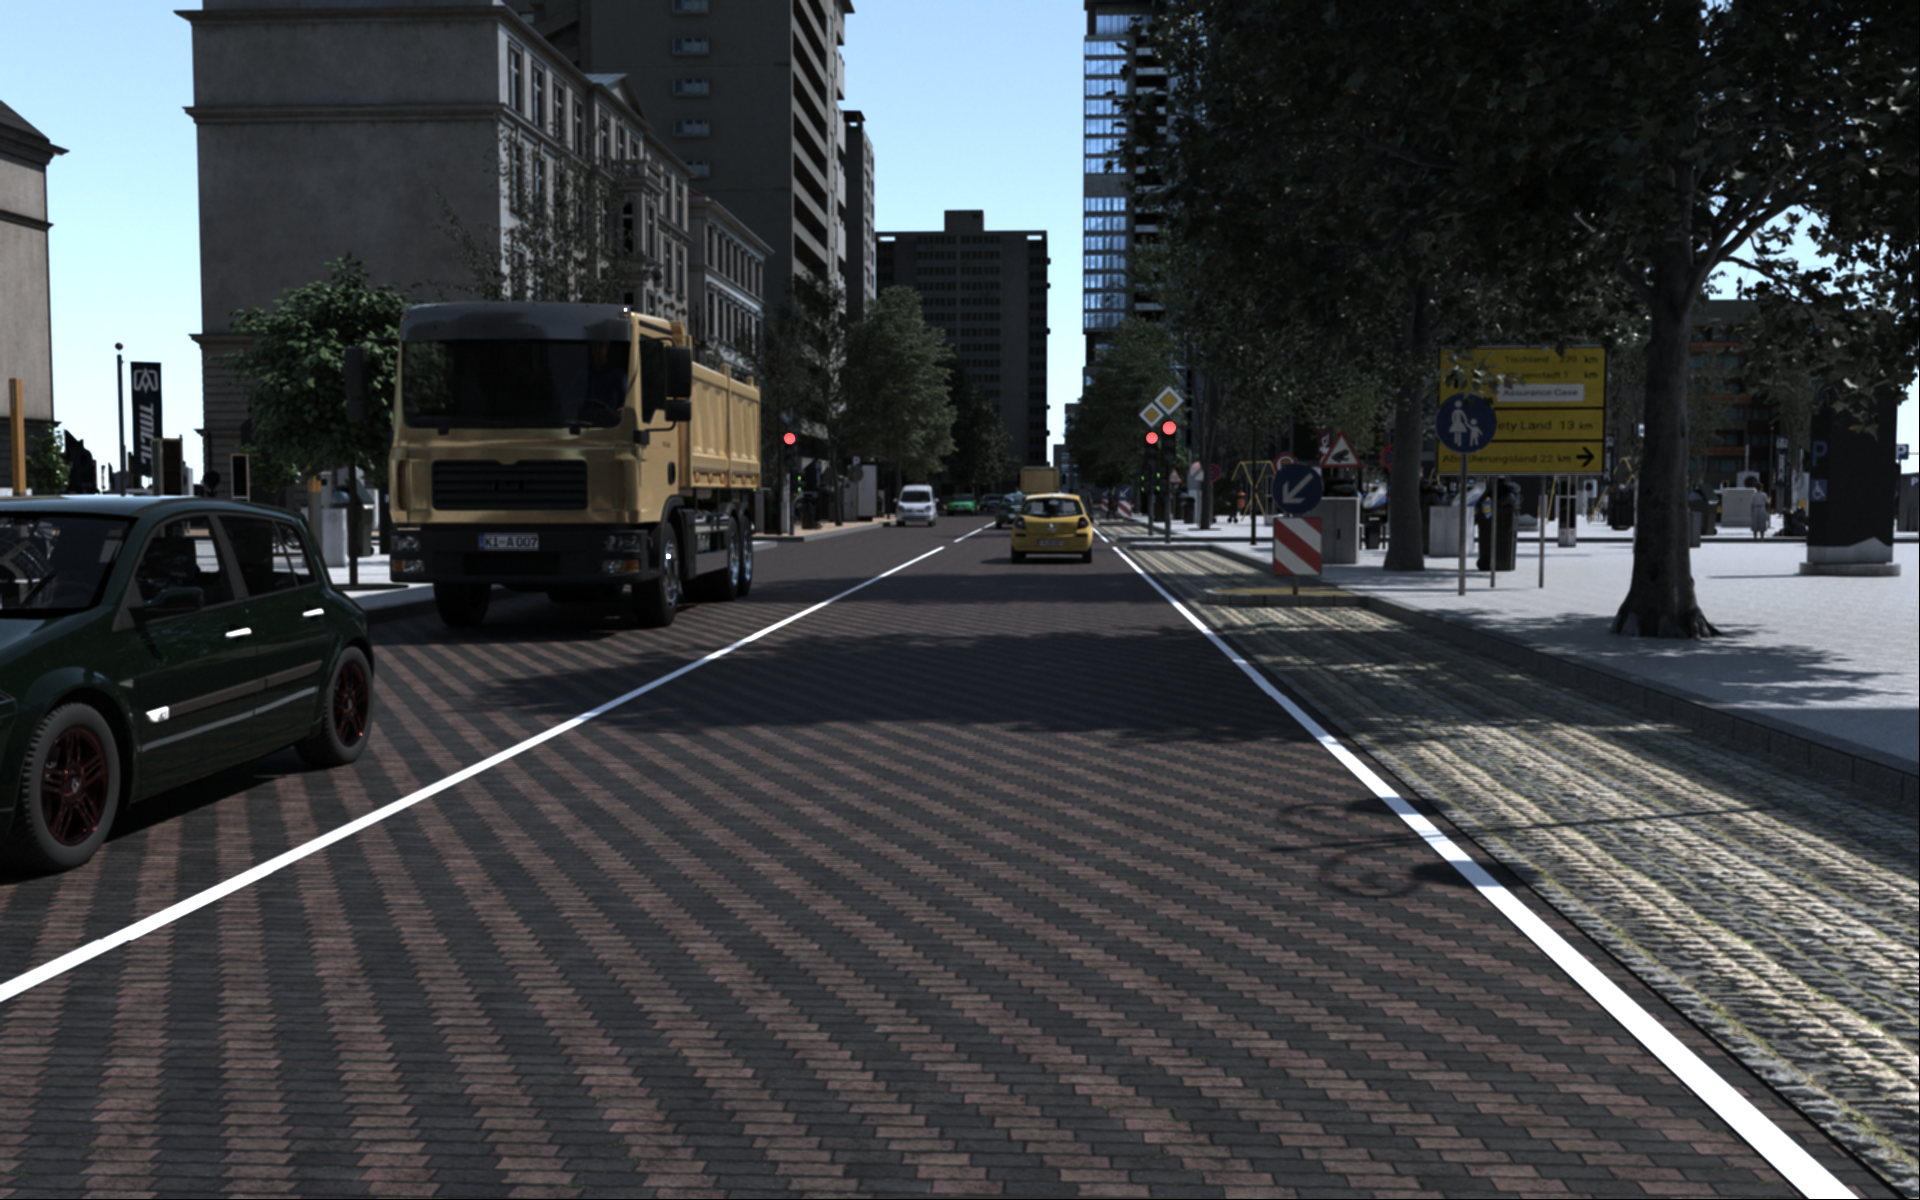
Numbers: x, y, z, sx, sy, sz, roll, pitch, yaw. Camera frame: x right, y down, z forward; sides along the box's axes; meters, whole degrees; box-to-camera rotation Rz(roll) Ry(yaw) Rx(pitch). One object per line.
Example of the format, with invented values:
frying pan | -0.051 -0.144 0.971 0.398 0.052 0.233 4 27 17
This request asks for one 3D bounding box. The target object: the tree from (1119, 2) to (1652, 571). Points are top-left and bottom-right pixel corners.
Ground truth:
tree | 7.565 -7.463 28.683 9.857 13.997 8.962 0 3 0

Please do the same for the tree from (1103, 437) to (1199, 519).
tree | 10.567 -6.457 89.279 4.285 4.588 4.351 0 3 0

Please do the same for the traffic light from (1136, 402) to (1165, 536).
traffic light | 5.811 -3.908 52.811 0.839 4.253 0.868 0 4 3

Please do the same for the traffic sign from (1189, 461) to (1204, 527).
traffic sign | 9.302 -4.120 67.473 0.768 2.556 0.104 1 4 9

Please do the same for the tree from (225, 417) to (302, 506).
tree | -14.299 -2.521 35.820 1.663 3.219 1.824 0 3 0

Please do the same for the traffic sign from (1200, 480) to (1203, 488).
traffic sign | 11.056 -4.875 79.707 0.884 2.594 0.081 0 4 8

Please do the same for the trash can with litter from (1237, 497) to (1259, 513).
trash can with litter | 19.678 -6.464 116.737 1.678 1.210 2.233 -3 5 -43

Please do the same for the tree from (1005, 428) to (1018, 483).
tree | 0.091 -15.628 172.523 9.611 12.733 9.660 0 3 0

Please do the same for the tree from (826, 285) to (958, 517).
tree | -3.757 -10.800 94.706 7.486 12.596 7.792 0 3 0

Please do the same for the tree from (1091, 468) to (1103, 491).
tree | 14.298 -10.709 158.812 4.285 4.588 4.351 0 3 0

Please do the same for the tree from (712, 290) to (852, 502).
tree | -6.435 -6.829 62.009 4.360 8.622 3.978 0 3 0

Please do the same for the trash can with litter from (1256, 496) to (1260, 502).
trash can with litter | 18.407 -5.997 109.432 1.055 1.170 0.624 1 4 16

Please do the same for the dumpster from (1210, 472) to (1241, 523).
dumpster | 11.586 -4.530 76.563 1.502 2.255 1.985 0 4 3

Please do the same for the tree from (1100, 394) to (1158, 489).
tree | 11.932 -10.327 119.208 4.737 8.622 4.395 0 3 0

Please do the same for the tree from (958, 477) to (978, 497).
tree | 1.375 -14.354 185.045 4.360 8.622 3.978 0 3 0

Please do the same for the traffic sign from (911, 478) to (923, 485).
traffic sign | -2.914 -7.198 117.696 0.884 2.594 0.081 0 4 7

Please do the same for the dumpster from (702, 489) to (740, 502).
dumpster | -8.176 -3.375 57.671 1.502 2.255 1.985 0 4 3

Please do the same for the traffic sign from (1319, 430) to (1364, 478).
traffic sign | 7.710 -2.144 35.051 0.884 2.594 0.081 1 4 11

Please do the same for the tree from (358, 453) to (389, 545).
tree | -14.322 -3.000 43.654 1.663 3.219 1.824 0 3 0

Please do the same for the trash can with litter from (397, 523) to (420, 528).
trash can with litter | -20.685 -3.283 65.064 1.055 1.170 0.624 -1 4 -11

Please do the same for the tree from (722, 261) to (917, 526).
tree | -5.176 -8.270 69.629 7.601 10.594 8.767 2 4 26

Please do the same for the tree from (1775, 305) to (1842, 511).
tree | 27.428 -6.485 56.400 4.360 8.622 3.978 0 3 0

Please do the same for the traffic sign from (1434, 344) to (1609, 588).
traffic sign | 7.642 -1.822 23.662 2.265 3.308 0.079 0 4 8

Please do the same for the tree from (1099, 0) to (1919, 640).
tree | 6.374 -6.013 15.318 9.611 12.733 9.660 0 3 0

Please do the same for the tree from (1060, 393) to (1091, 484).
tree | 16.330 -17.549 193.577 9.857 13.997 8.962 0 3 0

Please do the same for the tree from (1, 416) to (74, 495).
tree | -22.419 -2.946 42.774 1.663 3.219 1.824 0 3 0

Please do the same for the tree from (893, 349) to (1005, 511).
tree | -1.617 -13.310 134.633 9.611 12.733 9.660 0 3 0

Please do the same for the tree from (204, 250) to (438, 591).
tree | -8.330 -2.428 23.405 4.285 4.588 4.351 0 3 0

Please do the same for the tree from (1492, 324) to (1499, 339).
tree | 20.182 -7.015 65.056 4.360 8.622 3.978 0 3 0

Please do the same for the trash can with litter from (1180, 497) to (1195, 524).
trash can with litter | 9.829 -3.869 74.644 0.624 1.170 1.055 1 4 9

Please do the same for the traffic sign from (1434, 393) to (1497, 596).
traffic sign | 6.347 -1.329 21.830 0.768 2.556 0.104 0 4 4

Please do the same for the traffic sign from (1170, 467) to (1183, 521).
traffic sign | 10.335 -5.111 83.561 0.884 2.594 0.081 1 4 10

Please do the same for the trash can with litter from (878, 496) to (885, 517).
trash can with litter | -4.452 -5.235 96.972 0.624 1.170 1.055 -2 4 -23

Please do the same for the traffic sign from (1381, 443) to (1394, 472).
traffic sign | 10.664 -2.583 42.345 0.768 2.556 0.104 1 4 9

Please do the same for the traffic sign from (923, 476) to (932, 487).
traffic sign | -2.403 -7.433 121.538 0.884 2.594 0.081 0 4 5

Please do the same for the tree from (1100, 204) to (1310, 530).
tree | 8.755 -8.297 61.407 9.928 11.665 9.643 0 3 0

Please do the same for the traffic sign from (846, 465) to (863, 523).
traffic sign | -4.685 -4.710 77.112 0.768 2.556 0.104 0 4 6

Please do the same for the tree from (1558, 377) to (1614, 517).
tree | 35.072 -9.004 97.577 4.737 8.622 4.395 0 3 0

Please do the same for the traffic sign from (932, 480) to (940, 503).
traffic sign | -1.804 -7.757 128.949 0.606 2.300 0.079 1 4 13

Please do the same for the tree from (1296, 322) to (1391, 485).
tree | 16.397 -7.493 72.880 4.737 8.622 4.395 0 3 0

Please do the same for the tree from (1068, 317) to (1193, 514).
tree | 11.280 -11.841 111.724 7.486 12.596 7.792 0 3 0

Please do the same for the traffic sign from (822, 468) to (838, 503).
traffic sign | -6.239 -5.081 83.180 0.768 2.556 0.104 0 4 7

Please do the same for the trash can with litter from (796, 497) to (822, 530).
trash can with litter | -5.449 -3.144 62.798 0.624 1.170 1.055 2 4 24

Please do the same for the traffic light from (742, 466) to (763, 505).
traffic light | -5.622 -3.456 45.424 0.839 4.253 0.868 0 4 3

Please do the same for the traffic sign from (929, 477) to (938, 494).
traffic sign | -1.982 -7.790 127.475 0.768 2.556 0.104 0 4 4

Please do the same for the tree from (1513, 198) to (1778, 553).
tree | 14.414 -5.314 37.246 4.360 8.622 3.978 0 3 0

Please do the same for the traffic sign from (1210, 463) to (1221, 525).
traffic sign | 10.412 -4.375 71.641 0.768 2.556 0.104 0 4 6

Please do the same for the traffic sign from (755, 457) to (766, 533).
traffic sign | -6.817 -3.507 57.445 0.768 2.556 0.104 1 4 11

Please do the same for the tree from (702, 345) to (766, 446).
tree | -11.371 -8.278 85.710 4.737 8.622 4.395 0 3 0

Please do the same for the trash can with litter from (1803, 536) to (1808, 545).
trash can with litter | 21.437 -1.938 43.070 0.624 1.170 1.055 -1 4 -17

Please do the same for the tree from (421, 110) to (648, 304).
tree | -7.803 -5.040 32.772 4.360 8.622 3.978 0 3 0

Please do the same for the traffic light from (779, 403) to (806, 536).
traffic light | -5.184 -3.943 53.397 0.839 4.253 0.868 0 4 3

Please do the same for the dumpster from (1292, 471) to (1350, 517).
dumpster | 8.434 -2.120 40.418 1.264 1.857 1.865 0 4 3

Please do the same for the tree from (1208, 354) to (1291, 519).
tree | 14.987 -8.467 88.805 4.360 8.622 3.978 0 3 0

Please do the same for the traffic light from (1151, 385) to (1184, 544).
traffic light | 5.373 -3.420 44.838 0.839 4.253 0.868 0 4 3

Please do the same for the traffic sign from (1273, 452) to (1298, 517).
traffic sign | 9.977 -3.242 53.113 0.768 2.556 0.104 1 4 11
